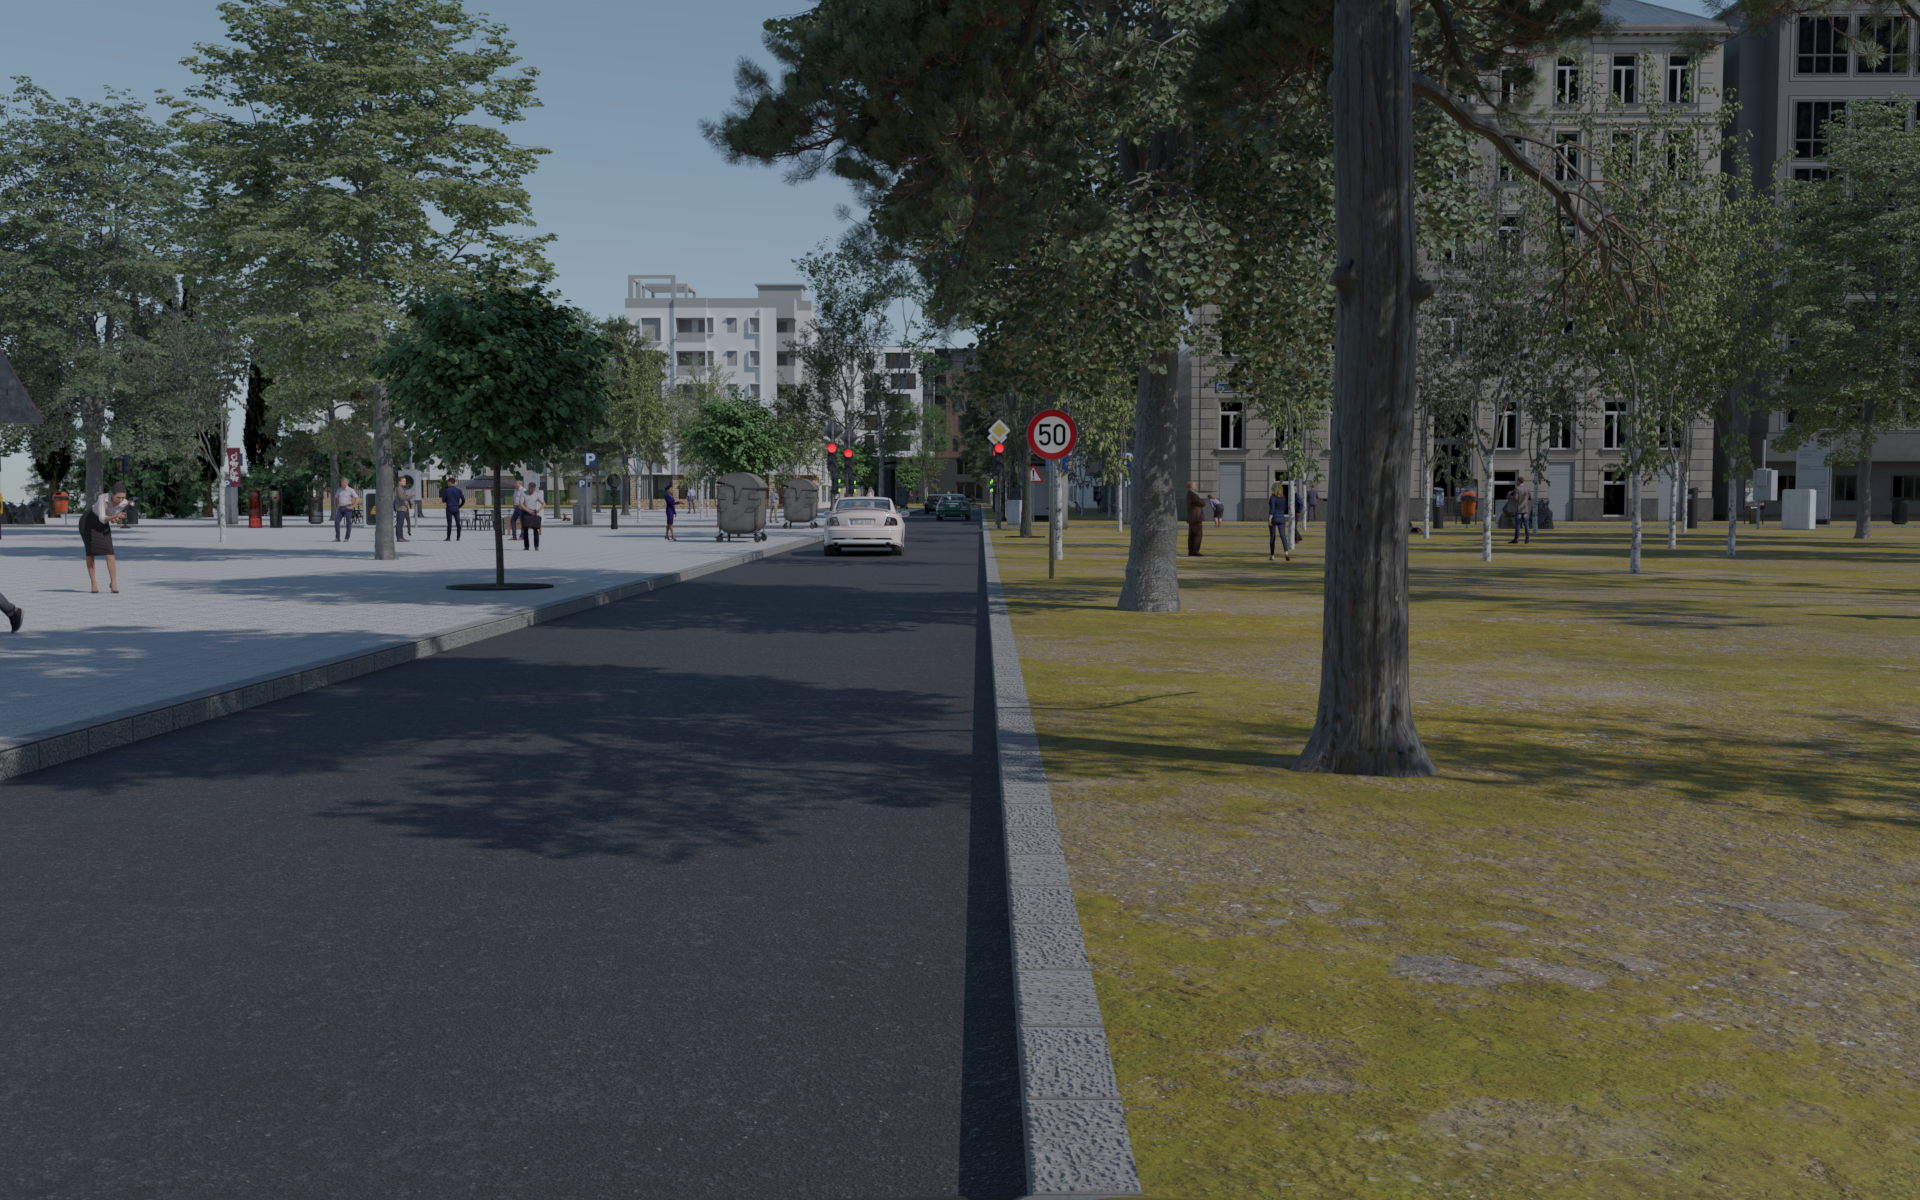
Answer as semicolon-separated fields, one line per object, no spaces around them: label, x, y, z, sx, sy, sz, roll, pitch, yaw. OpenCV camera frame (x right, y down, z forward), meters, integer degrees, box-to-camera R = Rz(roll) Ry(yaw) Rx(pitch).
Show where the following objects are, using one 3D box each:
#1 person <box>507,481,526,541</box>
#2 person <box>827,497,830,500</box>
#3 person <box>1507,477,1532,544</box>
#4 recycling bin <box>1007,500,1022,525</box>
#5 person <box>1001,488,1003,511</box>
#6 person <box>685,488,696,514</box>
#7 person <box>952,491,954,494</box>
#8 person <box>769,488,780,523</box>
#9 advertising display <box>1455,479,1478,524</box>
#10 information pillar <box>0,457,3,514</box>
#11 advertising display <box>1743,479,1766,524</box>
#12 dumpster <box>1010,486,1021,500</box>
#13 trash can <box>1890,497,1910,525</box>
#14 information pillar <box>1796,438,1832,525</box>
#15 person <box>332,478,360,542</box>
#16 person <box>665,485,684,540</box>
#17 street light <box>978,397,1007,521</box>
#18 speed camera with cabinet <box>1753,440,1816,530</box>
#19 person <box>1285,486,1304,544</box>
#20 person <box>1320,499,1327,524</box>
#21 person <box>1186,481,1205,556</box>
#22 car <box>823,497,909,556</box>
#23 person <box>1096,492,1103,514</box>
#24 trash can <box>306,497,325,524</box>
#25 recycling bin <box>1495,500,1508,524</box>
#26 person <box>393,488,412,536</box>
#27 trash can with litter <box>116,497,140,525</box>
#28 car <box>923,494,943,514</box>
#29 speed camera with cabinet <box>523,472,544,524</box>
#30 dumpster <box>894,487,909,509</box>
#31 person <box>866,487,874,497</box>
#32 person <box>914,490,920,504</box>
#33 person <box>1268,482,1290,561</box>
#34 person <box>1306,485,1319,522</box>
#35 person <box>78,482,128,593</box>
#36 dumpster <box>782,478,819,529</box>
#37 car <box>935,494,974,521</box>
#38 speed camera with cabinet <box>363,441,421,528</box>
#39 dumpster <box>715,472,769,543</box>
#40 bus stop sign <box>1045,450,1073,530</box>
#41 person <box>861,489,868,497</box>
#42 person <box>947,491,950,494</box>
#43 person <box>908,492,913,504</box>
person;-12.198;-2.497;47.814;0.436;1.711;0.756;-3;5;-39
person;-11.185;-8.751;152.389;1.065;1.426;0.557;0;4;-4
person;14.434;-2.315;44.713;0.655;1.722;0.431;-1;4;-19
recycling bin;2.450;-3.640;72.061;0.722;1.027;0.722;3;5;41
person;3.206;-7.533;129.916;0.576;1.737;0.504;1;4;17
person;-17.527;-6.529;112.662;0.709;1.838;0.599;-2;4;-35
person;-0.622;-9.254;160.522;1.217;1.735;0.721;2;4;23
person;-8.296;-4.230;77.266;0.516;1.574;0.319;2;4;34
advertising display;21.425;-4.163;73.279;0.974;1.923;0.123;2;4;35
information pillar;-36.135;-4.496;64.864;0.504;3.616;0.183;1;4;15
advertising display;33.555;-4.156;73.163;0.974;1.923;0.123;-1;4;-10
dumpster;4.319;-7.397;126.700;1.264;1.857;1.865;0;4;1
trash can;39.657;-3.756;73.069;0.748;1.137;0.748;0;3;0
information pillar;35.876;-4.985;72.825;0.184;3.620;1.656;-1;4;-22
person;-16.515;-2.413;46.437;0.756;1.711;0.436;2;4;23
person;-7.893;-2.412;47.846;0.546;1.535;0.453;-1;4;-8
street light;1.551;-6.701;82.103;1.470;5.913;1.316;0;4;1
speed camera with cabinet;29.923;-4.190;62.850;0.660;3.252;2.038;-3;5;-43
person;8.574;-2.204;44.767;0.600;1.496;0.574;1;4;10
person;15.715;-4.010;73.983;0.546;1.535;0.453;-1;4;-19
person;4.868;-1.682;35.815;0.388;1.546;0.482;0;4;-5
car;-2.274;-1.792;41.667;2.083;1.381;4.827;0;4;-1
person;9.182;-6.397;113.861;0.421;1.427;0.697;0;4;-3
trash can;-27.515;-3.811;73.962;0.748;1.137;0.748;0;3;0
recycling bin;23.251;-3.732;73.580;0.722;1.027;0.722;-2;4;-24
person;-17.121;-2.737;53.481;0.574;1.496;0.600;1;4;15
trash can with litter;-34.958;-3.746;72.626;1.055;1.170;0.624;1;4;11
car;-1.675;-7.078;125.512;2.009;1.686;4.222;0;4;1
speed camera with cabinet;-18.052;-4.828;73.277;0.660;3.252;2.038;0;4;-6
dumpster;-5.011;-8.652;147.217;1.264;1.857;1.865;0;4;1
person;-5.774;-6.411;111.526;0.621;1.740;0.551;1;4;19
person;-5.227;-12.721;214.744;1.217;1.735;0.721;2;4;31
person;6.158;-1.516;33.368;0.480;1.512;0.613;-3;5;-41
person;16.175;-4.435;79.472;0.541;1.710;0.530;1;4;19
person;-10.977;-0.799;22.295;0.799;1.438;0.628;0;4;2
dumpster;-5.918;-3.572;64.162;1.264;1.857;1.865;0;4;1
car;-0.333;-5.055;94.441;2.131;1.459;4.920;0;4;2
speed camera with cabinet;-21.223;-4.302;64.677;2.038;3.252;0.660;0;4;3
dumpster;-5.848;-2.482;46.342;1.264;1.857;1.865;0;4;1
bus stop sign;3.586;-4.504;62.660;0.837;3.901;0.837;1;4;15
person;-12.392;-13.107;221.056;1.217;1.735;0.721;-3;4;-39
person;-1.186;-10.156;175.211;0.621;1.740;0.551;1;4;19
person;-6.265;-13.213;222.517;0.683;1.767;0.568;-1;4;-21
